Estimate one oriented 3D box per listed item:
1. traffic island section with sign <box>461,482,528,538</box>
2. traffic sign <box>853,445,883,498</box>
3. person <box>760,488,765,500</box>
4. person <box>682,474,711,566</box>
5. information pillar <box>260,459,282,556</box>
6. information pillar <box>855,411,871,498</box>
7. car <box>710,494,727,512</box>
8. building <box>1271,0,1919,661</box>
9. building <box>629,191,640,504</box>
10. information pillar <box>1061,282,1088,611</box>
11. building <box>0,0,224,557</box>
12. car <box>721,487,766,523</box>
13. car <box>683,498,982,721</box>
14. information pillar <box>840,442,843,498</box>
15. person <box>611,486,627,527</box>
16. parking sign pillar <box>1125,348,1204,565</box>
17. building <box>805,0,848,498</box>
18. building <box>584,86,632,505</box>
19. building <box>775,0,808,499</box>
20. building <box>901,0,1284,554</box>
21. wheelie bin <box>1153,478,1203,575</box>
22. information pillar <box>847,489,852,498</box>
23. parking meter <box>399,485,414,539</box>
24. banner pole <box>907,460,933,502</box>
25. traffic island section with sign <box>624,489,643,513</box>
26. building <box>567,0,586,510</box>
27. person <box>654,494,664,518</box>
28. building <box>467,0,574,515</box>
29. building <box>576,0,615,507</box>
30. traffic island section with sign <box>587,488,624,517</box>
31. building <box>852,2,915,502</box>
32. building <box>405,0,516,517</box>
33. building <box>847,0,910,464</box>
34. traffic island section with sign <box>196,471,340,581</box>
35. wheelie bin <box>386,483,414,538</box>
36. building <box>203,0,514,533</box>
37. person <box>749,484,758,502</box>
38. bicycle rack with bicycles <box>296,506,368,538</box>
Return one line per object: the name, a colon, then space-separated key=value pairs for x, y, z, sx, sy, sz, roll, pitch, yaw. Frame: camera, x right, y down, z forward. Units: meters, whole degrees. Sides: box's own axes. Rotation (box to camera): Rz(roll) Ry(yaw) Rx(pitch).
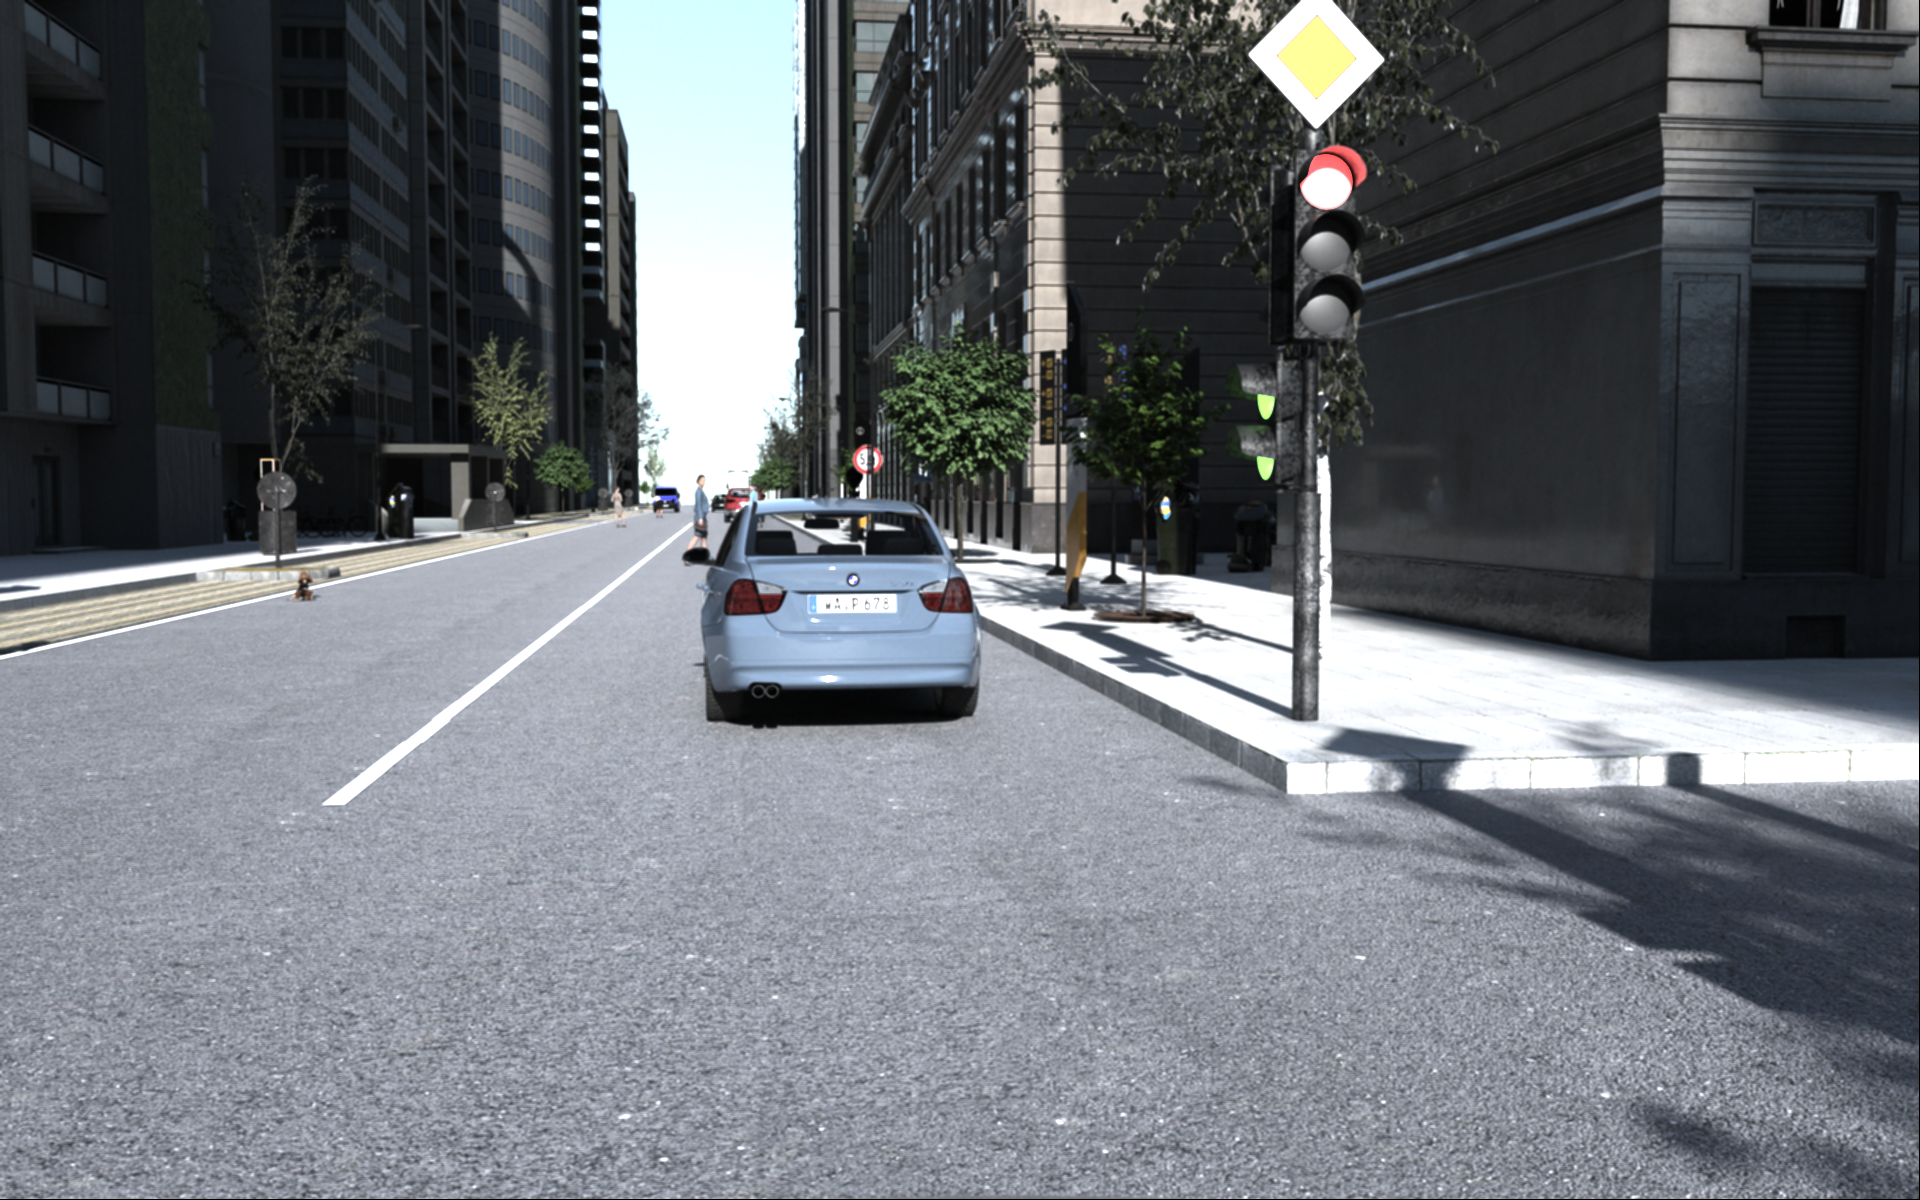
traffic island section with sign: x=-15.400 y=-2.985 z=57.431 sx=1.989 sy=1.847 sz=2.006 roll=0 pitch=4 yaw=-8
traffic sign: x=-2.387 y=-2.737 z=44.861 sx=0.768 sy=2.556 sz=0.104 roll=0 pitch=4 yaw=-4
person: x=-12.066 y=-5.975 z=106.131 sx=0.705 sy=1.831 sz=1.348 roll=0 pitch=4 yaw=-1
person: x=-5.222 y=-1.596 z=34.610 sx=0.654 sy=1.822 sz=0.581 roll=1 pitch=4 yaw=14
information pillar: x=-14.408 y=-1.942 z=36.248 sx=0.304 sy=2.012 sz=0.304 roll=0 pitch=4 yaw=5
information pillar: x=-2.746 y=-3.523 z=48.959 sx=0.504 sy=3.616 sz=0.183 roll=-1 pitch=4 yaw=-16
car: x=-19.122 y=-7.921 z=139.299 sx=2.009 sy=1.686 sz=4.222 roll=-1 pitch=4 yaw=-9
building: x=13.509 y=-10.354 z=18.439 sx=18.267 sy=20.994 sz=9.793 roll=0 pitch=4 yaw=-8
building: x=-49.632 y=-33.209 z=226.556 sx=14.154 sy=41.232 sz=14.086 roll=0 pitch=4 yaw=-8
information pillar: x=1.274 y=-1.691 z=19.003 sx=0.183 sy=3.616 sz=0.504 roll=-1 pitch=4 yaw=-14
building: x=-25.176 y=-21.555 z=36.025 sx=14.154 sy=41.232 sz=14.086 roll=0 pitch=4 yaw=-8
car: x=-11.073 y=-4.897 z=88.732 sx=2.281 sy=1.827 sz=5.304 roll=0 pitch=4 yaw=-8
car: x=-0.953 y=-0.019 z=12.312 sx=2.014 sy=1.417 sz=4.499 roll=-1 pitch=4 yaw=-9
information pillar: x=-5.321 y=-5.290 z=77.841 sx=0.183 sy=3.616 sz=0.504 roll=-1 pitch=4 yaw=-10
person: x=-14.737 y=-4.037 z=74.842 sx=0.599 sy=1.781 sz=0.374 roll=1 pitch=4 yaw=15
parking sign pillar: x=3.768 y=-2.647 z=31.756 sx=1.447 sy=3.967 sz=1.447 roll=-3 pitch=4 yaw=-36
building: x=-2.344 y=-36.857 z=144.618 sx=21.231 sy=58.520 sz=28.212 roll=0 pitch=4 yaw=-8
building: x=-50.889 y=-35.695 z=207.314 sx=21.300 sy=48.544 sz=21.600 roll=0 pitch=4 yaw=-8
building: x=-12.879 y=-55.931 z=227.138 sx=22.319 sy=86.520 sz=31.000 roll=0 pitch=4 yaw=-8
building: x=5.526 y=-15.403 z=49.099 sx=12.463 sy=27.353 sz=25.104 roll=0 pitch=4 yaw=-8
wheelie bin: x=3.501 y=-1.210 z=27.687 sx=0.693 sy=1.594 sz=0.980 roll=1 pitch=4 yaw=20
information pillar: x=-4.027 y=-3.698 z=64.954 sx=0.304 sy=2.012 sz=0.304 roll=3 pitch=5 yaw=41
parking meter: x=-15.897 y=-2.528 z=49.744 sx=0.372 sy=1.533 sz=0.369 roll=0 pitch=3 yaw=0
banner pole: x=-1.135 y=-3.423 z=45.979 sx=0.863 sy=3.779 sz=0.401 roll=0 pitch=4 yaw=2
traffic island section with sign: x=-25.629 y=-7.688 z=134.321 sx=1.989 sy=1.847 sz=2.006 roll=0 pitch=4 yaw=-8
building: x=-37.581 y=-27.735 z=137.069 sx=14.154 sy=41.232 sz=14.086 roll=0 pitch=4 yaw=-8
person: x=-18.298 y=-5.707 z=105.006 sx=0.799 sy=1.438 sz=0.628 roll=1 pitch=4 yaw=18
building: x=-38.005 y=-35.058 z=115.191 sx=21.231 sy=58.520 sz=28.212 roll=0 pitch=4 yaw=-8
building: x=-47.389 y=-53.056 z=180.138 sx=22.319 sy=86.520 sz=31.000 roll=0 pitch=4 yaw=-8
traffic island section with sign: x=-22.015 y=-6.022 z=107.087 sx=1.989 sy=1.847 sz=2.006 roll=0 pitch=4 yaw=-8
building: x=2.918 y=-14.184 z=73.713 sx=13.314 sy=21.916 sz=24.055 roll=0 pitch=4 yaw=-8
building: x=-34.814 y=-39.902 z=90.647 sx=20.563 sy=71.187 sz=20.611 roll=0 pitch=4 yaw=-8
building: x=0.689 y=-25.186 z=95.380 sx=14.154 sy=41.232 sz=14.086 roll=0 pitch=4 yaw=-8
traffic island section with sign: x=-11.679 y=-1.272 z=29.419 sx=1.989 sy=1.847 sz=2.006 roll=0 pitch=4 yaw=-8
wheelie bin: x=-16.436 y=-2.628 z=50.884 sx=0.693 sy=1.594 sz=0.980 roll=0 pitch=4 yaw=-4
building: x=-33.681 y=-22.647 z=62.154 sx=32.217 sy=40.220 sz=23.993 roll=0 pitch=4 yaw=-8
person: x=-8.699 y=-3.968 z=73.244 sx=0.748 sy=1.841 sz=0.638 roll=3 pitch=5 yaw=40
bicycle rack with bicycles: x=-19.152 y=-2.333 z=51.520 sx=2.925 sy=0.926 sz=2.852 roll=-2 pitch=4 yaw=-25
